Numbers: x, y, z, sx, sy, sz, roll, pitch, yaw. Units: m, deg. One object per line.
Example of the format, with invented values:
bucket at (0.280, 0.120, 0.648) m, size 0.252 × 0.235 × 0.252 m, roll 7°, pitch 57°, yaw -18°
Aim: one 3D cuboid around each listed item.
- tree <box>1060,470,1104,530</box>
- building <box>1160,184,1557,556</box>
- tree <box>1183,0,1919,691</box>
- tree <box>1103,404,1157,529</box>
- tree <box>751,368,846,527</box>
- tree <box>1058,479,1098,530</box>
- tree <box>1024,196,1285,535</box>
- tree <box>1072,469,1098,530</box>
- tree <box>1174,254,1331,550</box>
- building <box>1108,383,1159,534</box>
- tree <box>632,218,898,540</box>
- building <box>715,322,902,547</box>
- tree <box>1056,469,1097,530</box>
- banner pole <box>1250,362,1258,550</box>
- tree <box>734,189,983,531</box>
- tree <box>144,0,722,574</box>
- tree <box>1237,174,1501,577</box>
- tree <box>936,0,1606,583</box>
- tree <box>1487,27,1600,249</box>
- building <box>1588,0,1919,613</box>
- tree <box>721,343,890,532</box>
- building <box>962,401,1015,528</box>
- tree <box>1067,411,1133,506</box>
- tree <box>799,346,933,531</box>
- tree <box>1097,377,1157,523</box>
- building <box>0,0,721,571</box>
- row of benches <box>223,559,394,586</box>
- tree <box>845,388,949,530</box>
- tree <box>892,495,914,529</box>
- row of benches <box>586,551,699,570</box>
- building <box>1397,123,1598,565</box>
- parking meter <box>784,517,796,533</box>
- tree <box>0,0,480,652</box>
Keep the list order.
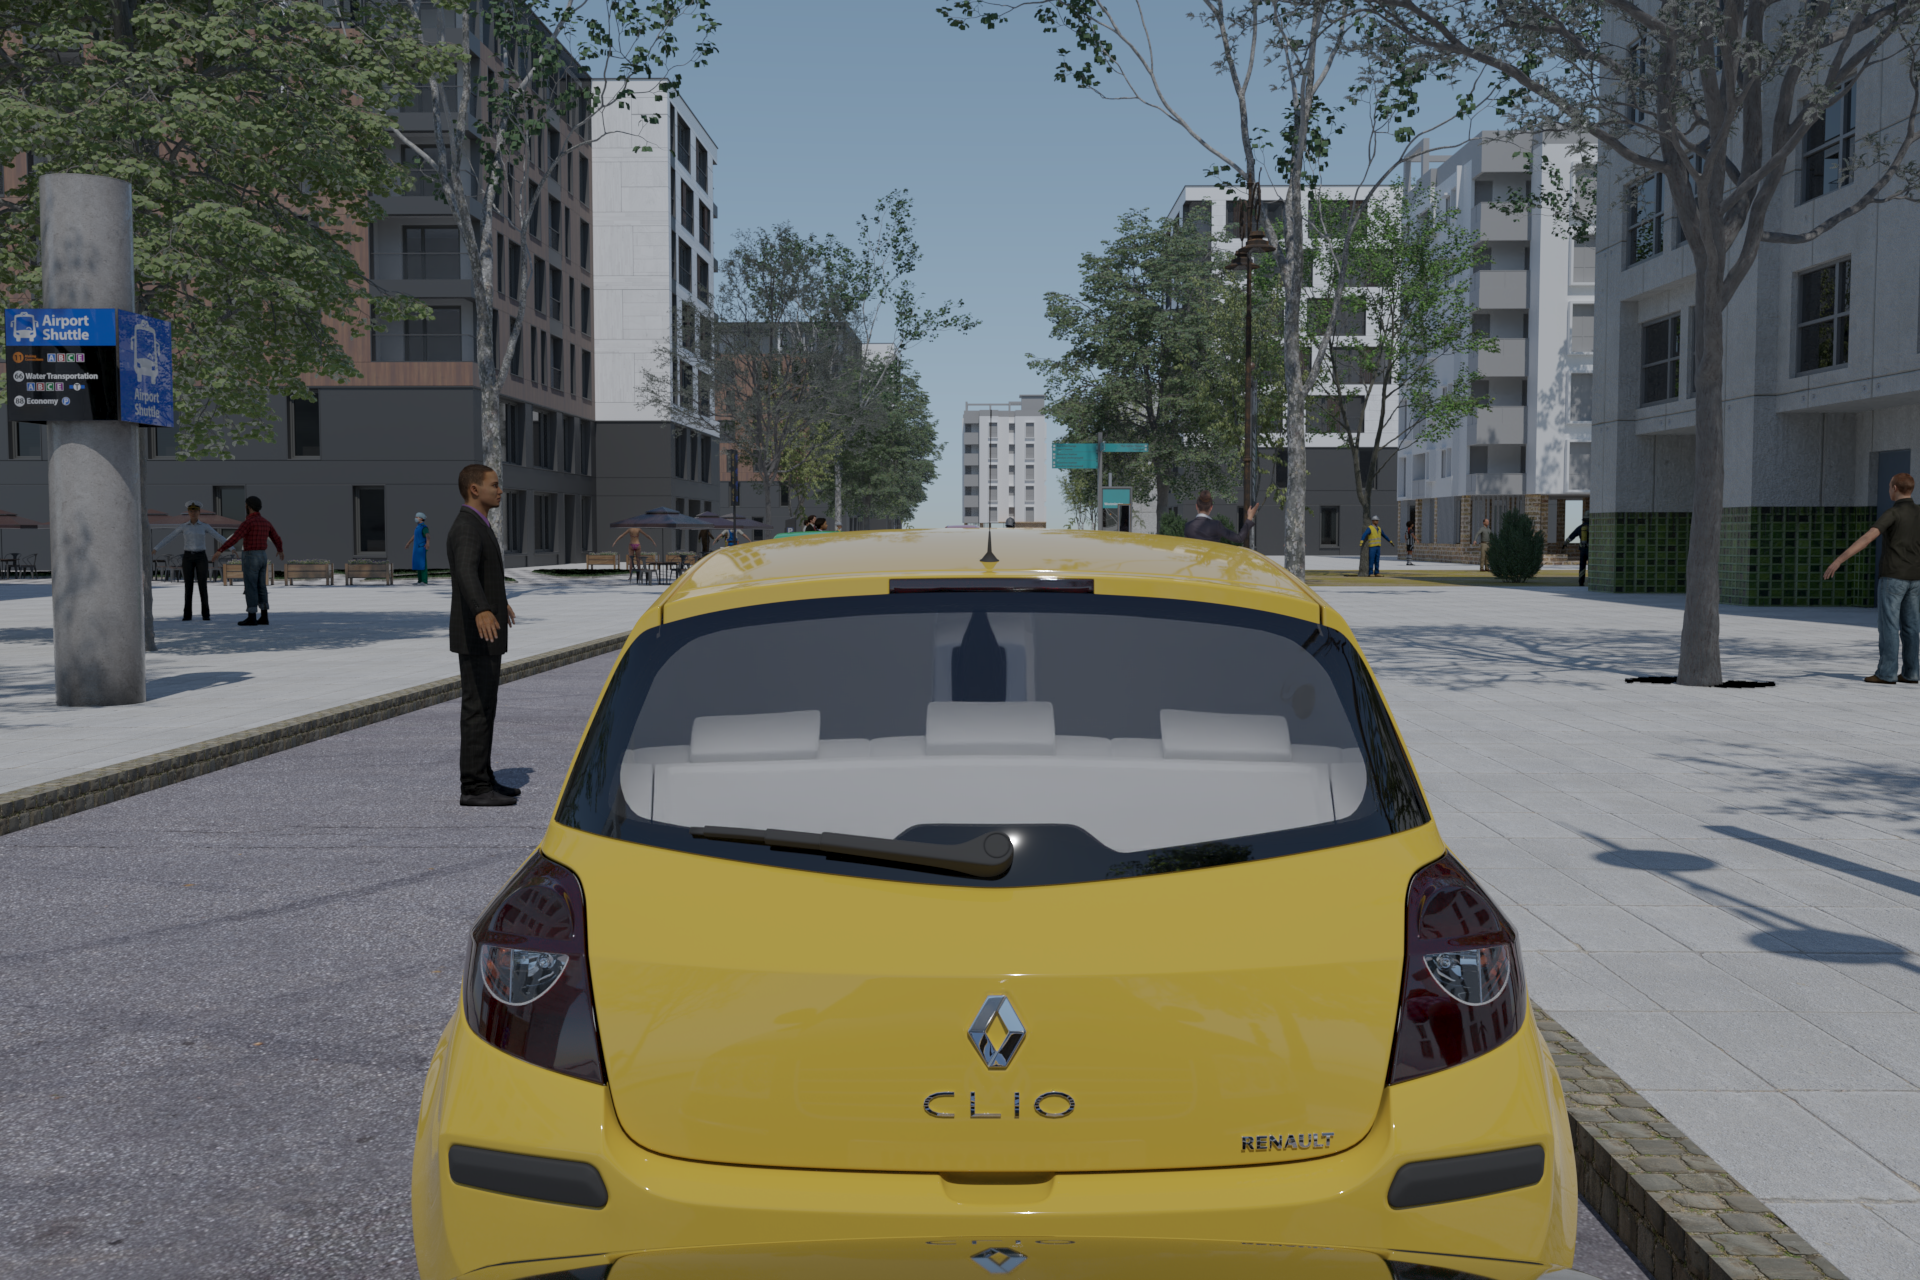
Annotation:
tree at (9.241, -10.984, 129.949) m, size 4.737 × 8.622 × 4.395 m, roll 0°, pitch 3°, yaw 0°
building at (27.343, -16.750, 117.842) m, size 27.936 × 21.610 × 32.646 m, roll 0°, pitch 4°, yaw 1°
tree at (6.281, -6.348, 14.163) m, size 12.009 × 13.543 × 11.850 m, roll 0°, pitch 3°, yaw 0°
tree at (8.118, -8.444, 88.420) m, size 4.360 × 8.622 × 3.978 m, roll 0°, pitch 3°, yaw 0°
tree at (-7.206, -7.717, 76.529) m, size 4.737 × 8.622 × 4.395 m, roll 0°, pitch 3°, yaw 0°
tree at (18.409, -19.987, 237.163) m, size 12.009 × 13.543 × 11.850 m, roll 0°, pitch 3°, yaw 0°
tree at (7.577, -9.716, 65.516) m, size 9.857 × 13.997 × 8.962 m, roll 0°, pitch 3°, yaw 0°
tree at (8.562, -9.671, 108.489) m, size 4.737 × 8.622 × 4.395 m, roll 0°, pitch 3°, yaw 0°
tree at (7.620, -5.792, 45.068) m, size 4.737 × 8.622 × 4.395 m, roll 0°, pitch 3°, yaw 0°
building at (26.887, -21.059, 210.775) m, size 16.747 × 18.905 × 31.486 m, roll 0°, pitch 4°, yaw 1°
tree at (-7.540, -9.637, 67.941) m, size 12.009 × 13.543 × 11.850 m, roll 0°, pitch 3°, yaw 0°
building at (-21.015, -20.753, 183.289) m, size 27.936 × 21.610 × 32.646 m, roll 0°, pitch 4°, yaw 2°
tree at (9.713, -11.679, 141.315) m, size 4.360 × 8.622 × 3.978 m, roll 0°, pitch 3°, yaw 0°
banner pole at (4.229, -2.144, 25.079) m, size 0.401 × 3.779 × 0.863 m, roll 0°, pitch 4°, yaw 1°
tree at (-5.543, -14.598, 94.565) m, size 12.611 × 20.169 × 13.585 m, roll 0°, pitch 3°, yaw 0°
tree at (-9.978, -10.765, 31.904) m, size 12.611 × 20.169 × 13.585 m, roll 0°, pitch 3°, yaw 0°
tree at (12.053, -7.692, 51.520) m, size 9.928 × 11.665 × 9.643 m, roll 0°, pitch 3°, yaw 0°
tree at (5.651, -10.806, 32.571) m, size 12.611 × 20.169 × 13.585 m, roll 0°, pitch 3°, yaw 0°
tree at (25.562, -12.605, 61.984) m, size 12.611 × 20.169 × 13.585 m, roll 0°, pitch 3°, yaw 0°
building at (22.111, -9.545, 22.511) m, size 16.747 × 18.905 × 31.486 m, roll 0°, pitch 4°, yaw 1°
tree at (-7.559, -9.156, 84.110) m, size 8.767 × 10.594 × 7.601 m, roll 0°, pitch 4°, yaw 0°
building at (0.699, -23.207, 238.306) m, size 11.380 × 20.090 × 16.016 m, roll 0°, pitch 4°, yaw -4°
tree at (8.360, -8.958, 96.825) m, size 4.737 × 8.622 × 4.395 m, roll 0°, pitch 3°, yaw 0°
tree at (-6.483, -12.903, 117.621) m, size 9.857 × 13.997 × 8.962 m, roll 0°, pitch 3°, yaw 0°
tree at (8.003, -8.066, 82.236) m, size 4.737 × 8.622 × 4.395 m, roll 0°, pitch 3°, yaw 0°
building at (-27.033, -14.194, 76.051) m, size 27.936 × 21.610 × 32.646 m, roll 0°, pitch 4°, yaw 1°
row of benches at (-16.328, -1.698, 43.222) m, size 4.104 × 0.672 × 1.422 m, roll -1°, pitch 4°, yaw -9°
tree at (-5.693, -14.262, 139.840) m, size 9.857 × 13.997 × 8.962 m, roll 0°, pitch 3°, yaw 0°
tree at (-5.486, -12.149, 149.001) m, size 4.737 × 8.622 × 4.395 m, roll 0°, pitch 3°, yaw 0°
row of benches at (-11.261, -2.843, 61.947) m, size 4.104 × 0.672 × 1.422 m, roll 0°, pitch 4°, yaw 4°
building at (26.713, -13.922, 84.050) m, size 16.016 × 20.090 × 11.380 m, roll 0°, pitch 4°, yaw 1°
parking meter at (-5.957, -3.372, 60.839) m, size 0.399 × 1.863 × 0.255 m, roll 0°, pitch 4°, yaw 3°
tree at (-9.249, -6.170, 19.012) m, size 7.486 × 12.596 × 7.792 m, roll 0°, pitch 3°, yaw 0°
